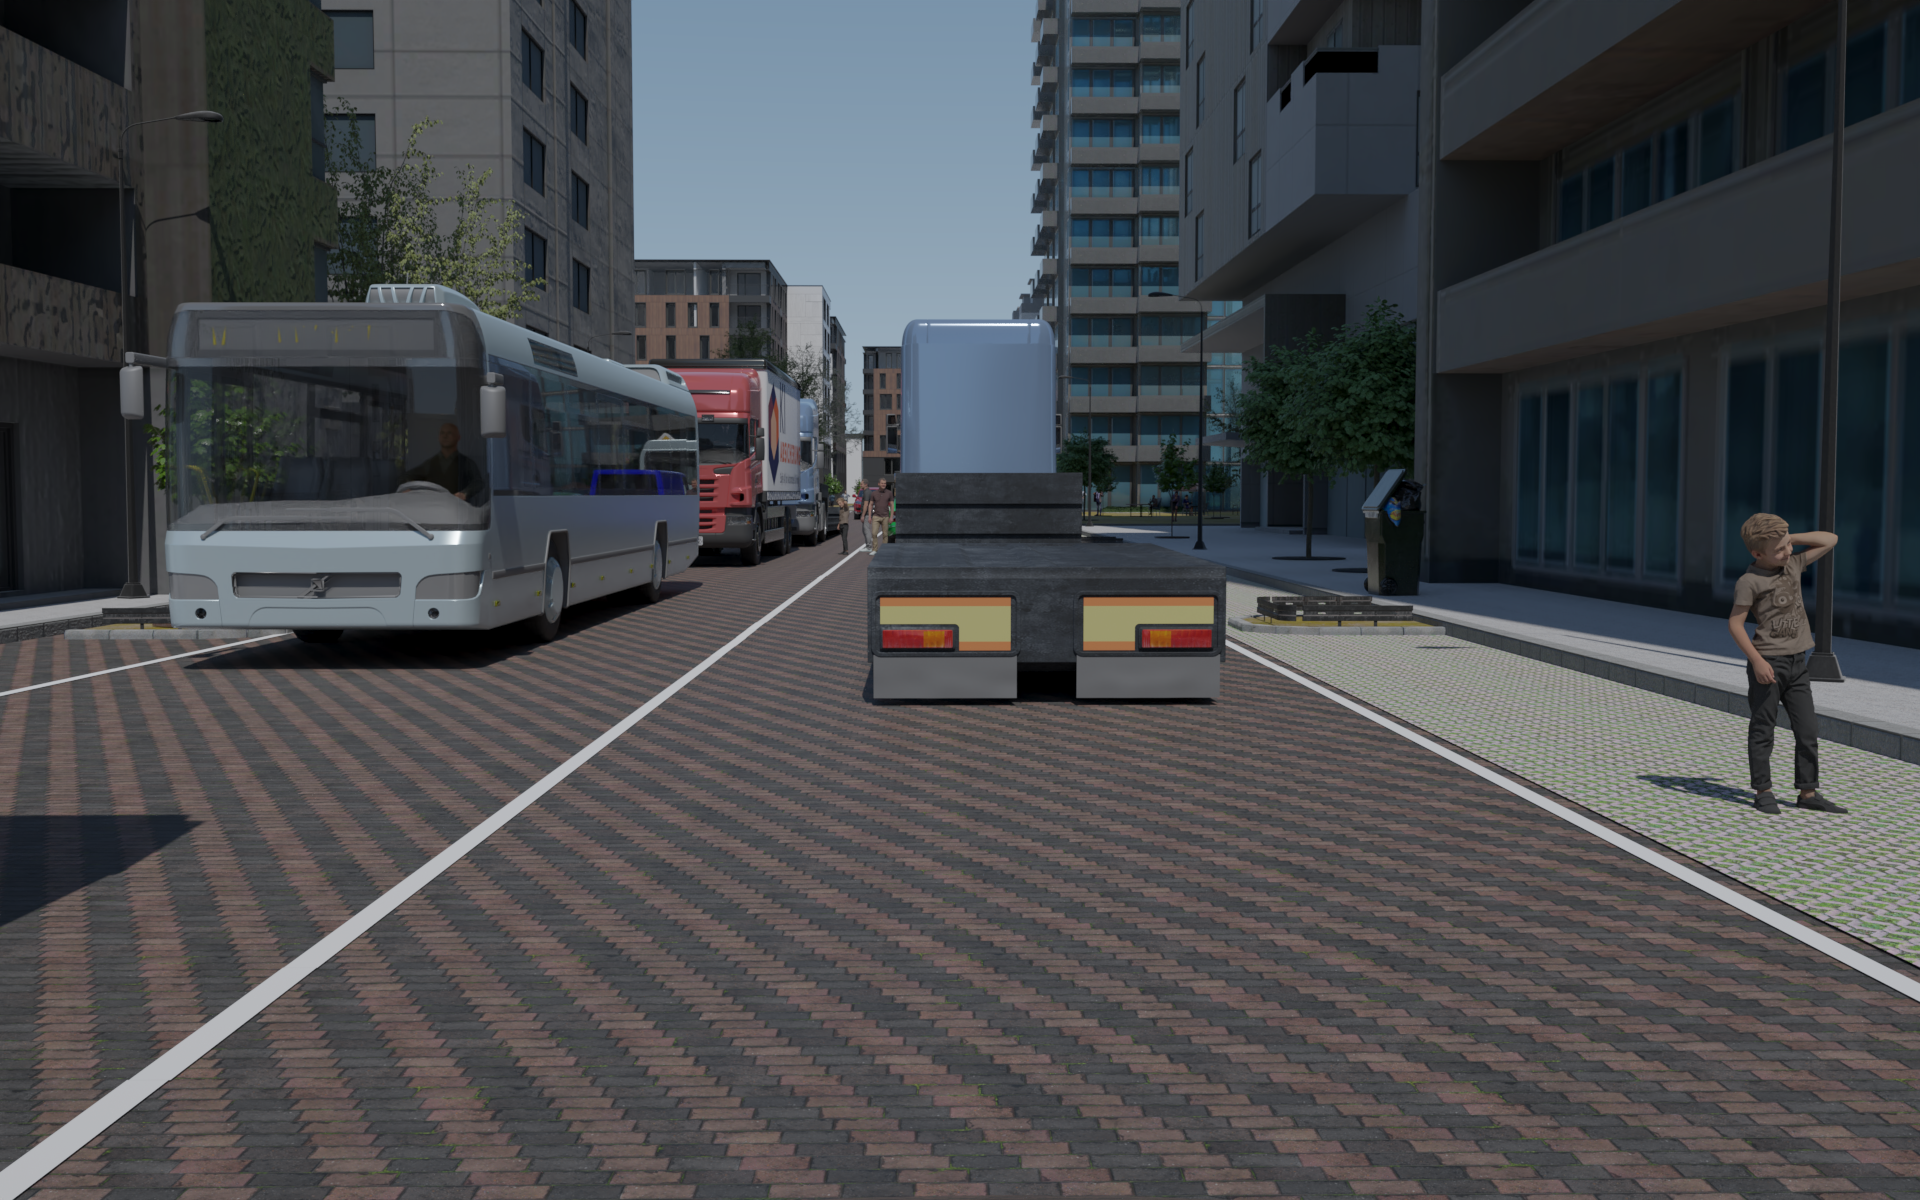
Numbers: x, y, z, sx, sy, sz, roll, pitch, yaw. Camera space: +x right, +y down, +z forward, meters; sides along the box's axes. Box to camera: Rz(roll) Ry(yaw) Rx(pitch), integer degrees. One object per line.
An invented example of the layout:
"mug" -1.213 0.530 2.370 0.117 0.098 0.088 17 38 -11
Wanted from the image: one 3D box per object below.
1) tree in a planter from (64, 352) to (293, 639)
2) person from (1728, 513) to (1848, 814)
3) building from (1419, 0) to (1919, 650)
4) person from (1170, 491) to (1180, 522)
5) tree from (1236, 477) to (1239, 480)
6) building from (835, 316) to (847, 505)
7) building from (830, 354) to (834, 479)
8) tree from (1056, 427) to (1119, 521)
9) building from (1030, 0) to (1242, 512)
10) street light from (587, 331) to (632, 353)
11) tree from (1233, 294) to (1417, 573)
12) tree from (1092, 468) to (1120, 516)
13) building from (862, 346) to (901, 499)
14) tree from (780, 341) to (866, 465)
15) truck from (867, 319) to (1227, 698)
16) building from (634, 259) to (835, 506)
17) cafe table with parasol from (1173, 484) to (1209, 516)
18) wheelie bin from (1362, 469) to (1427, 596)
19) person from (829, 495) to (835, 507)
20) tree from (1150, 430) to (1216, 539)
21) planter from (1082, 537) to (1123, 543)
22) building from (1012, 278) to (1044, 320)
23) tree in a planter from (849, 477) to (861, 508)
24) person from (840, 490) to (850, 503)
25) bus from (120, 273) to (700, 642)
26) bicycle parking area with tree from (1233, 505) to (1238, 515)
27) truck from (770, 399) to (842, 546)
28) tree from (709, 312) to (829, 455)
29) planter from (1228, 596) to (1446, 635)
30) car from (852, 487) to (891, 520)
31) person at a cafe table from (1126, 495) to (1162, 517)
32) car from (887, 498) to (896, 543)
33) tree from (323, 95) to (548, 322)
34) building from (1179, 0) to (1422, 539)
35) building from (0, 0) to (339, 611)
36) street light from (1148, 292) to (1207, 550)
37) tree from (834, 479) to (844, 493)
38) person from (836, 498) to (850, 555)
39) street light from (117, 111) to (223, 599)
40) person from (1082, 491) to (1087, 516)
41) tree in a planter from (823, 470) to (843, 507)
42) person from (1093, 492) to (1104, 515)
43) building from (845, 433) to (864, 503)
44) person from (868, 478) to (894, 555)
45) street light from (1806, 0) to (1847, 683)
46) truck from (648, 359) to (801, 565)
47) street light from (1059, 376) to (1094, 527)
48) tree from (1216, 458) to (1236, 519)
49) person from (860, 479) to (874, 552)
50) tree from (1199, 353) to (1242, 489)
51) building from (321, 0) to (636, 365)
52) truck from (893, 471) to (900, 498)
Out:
"tree in a planter" -7.870 -1.270 17.988 1.991 3.239 1.994 0 4 -1
"person" 3.715 0.284 7.760 0.435 1.345 0.340 -1 4 -22
"building" 17.539 -23.868 13.947 21.300 48.544 21.600 0 4 -1
"person" 9.975 -4.342 80.274 0.421 1.427 0.697 0 4 -8
"tree" 13.922 -6.034 93.250 1.663 3.219 1.824 0 3 0
"building" -30.736 -22.544 212.572 32.646 21.610 27.936 0 4 -1
"building" -21.901 -20.357 189.250 16.016 20.091 11.380 0 4 -1
"tree" 6.051 -6.135 84.027 4.285 4.588 4.351 0 3 0
"building" 17.047 -31.553 135.502 23.786 49.044 30.456 0 4 -1
"street light" -10.050 -4.706 49.477 1.470 5.913 1.316 0 4 -1
"tree" 6.969 -2.740 28.515 4.285 4.588 4.351 0 3 0
"tree" 8.275 -6.448 100.033 1.663 3.219 1.824 0 3 0
"building" 2.659 -24.826 249.884 32.646 21.610 27.936 0 4 -1
"tree" -12.726 -13.982 138.975 12.009 13.543 11.850 0 3 0
"truck" 0.401 -1.906 20.918 2.967 4.110 18.799 0 4 -1
"building" -27.327 -19.766 167.145 27.936 21.610 32.646 0 4 -1
"cafe table with parasol" 13.916 -5.955 102.232 2.610 1.966 2.610 1 4 17
"wheelie bin" 5.535 -0.866 22.065 0.693 1.594 0.980 0 4 -6
"person" -10.697 -8.189 144.605 0.499 1.552 0.429 2 4 28
"tree" 6.064 -3.393 50.082 1.663 3.219 1.824 0 3 0
"planter" 3.488 -1.482 45.370 1.991 0.319 1.994 0 4 -1
"building" 12.600 -18.427 157.708 16.016 20.091 11.380 0 4 -1
"tree in a planter" -10.360 -11.073 178.268 1.991 3.239 1.994 0 4 -1
"person" -9.676 -8.378 146.210 0.841 1.734 0.376 0 4 -2
"bus" -5.177 -1.508 19.523 2.948 3.499 13.247 0 4 0
"bicycle parking area with tree" 20.432 -7.181 104.412 8.231 4.147 9.016 1 4 13
"truck" -5.289 -3.976 54.766 2.967 4.110 18.799 0 4 -1
"tree" -11.375 -9.457 89.036 7.601 10.594 8.767 2 4 26
"planter" 3.905 0.166 18.430 1.991 0.319 1.994 0 4 -1
"car" -4.968 -5.486 98.368 2.281 1.827 5.304 0 4 -2
"person at a cafe table" 10.509 -5.296 97.450 1.726 1.238 1.698 -2 4 -26
"car" -1.186 -2.435 48.614 1.959 1.807 4.718 0 4 -2
"tree" -10.799 -4.968 31.588 4.737 8.622 4.395 0 3 0
"building" 21.943 -28.327 52.390 28.713 52.752 27.495 0 4 -1
"building" -16.425 -15.121 18.938 14.160 30.474 14.107 0 4 -1
"street light" 5.011 -4.120 39.909 1.470 5.913 1.316 0 4 -1
"tree" -14.191 -12.372 196.885 1.663 3.219 1.824 0 3 0
"person" -2.754 -1.743 40.908 0.435 1.345 0.340 3 5 44
"street light" -9.641 -2.974 21.164 1.470 5.913 1.316 0 4 -1
"person" 7.193 -5.891 103.077 0.841 1.734 0.376 2 4 29
"tree in a planter" -9.571 -7.993 127.914 1.991 3.239 1.994 0 4 -1
"person" 8.174 -5.851 102.526 0.431 1.722 0.655 -3 5 -42
"building" -27.543 -18.220 240.036 28.070 9.664 9.099 0 4 -1
"person" -1.864 -1.958 40.636 0.598 1.807 0.434 1 4 13
"street light" 5.403 -2.399 11.762 1.470 5.913 1.316 0 4 -1
"truck" -5.222 -3.014 38.189 2.839 4.237 11.283 0 4 0
"street light" 4.561 -5.840 68.027 1.470 5.913 1.316 0 4 -1
"tree" 13.077 -5.804 89.490 1.663 3.219 1.824 0 3 0
"person" -2.357 -2.114 43.187 0.434 1.807 0.598 1 4 19
"tree" 14.141 -8.221 84.774 4.360 8.622 3.978 0 3 0
"building" -22.281 -37.702 54.679 20.611 71.187 20.563 0 4 -1
"truck" -6.824 -13.725 213.309 2.839 4.237 11.283 0 4 -1
